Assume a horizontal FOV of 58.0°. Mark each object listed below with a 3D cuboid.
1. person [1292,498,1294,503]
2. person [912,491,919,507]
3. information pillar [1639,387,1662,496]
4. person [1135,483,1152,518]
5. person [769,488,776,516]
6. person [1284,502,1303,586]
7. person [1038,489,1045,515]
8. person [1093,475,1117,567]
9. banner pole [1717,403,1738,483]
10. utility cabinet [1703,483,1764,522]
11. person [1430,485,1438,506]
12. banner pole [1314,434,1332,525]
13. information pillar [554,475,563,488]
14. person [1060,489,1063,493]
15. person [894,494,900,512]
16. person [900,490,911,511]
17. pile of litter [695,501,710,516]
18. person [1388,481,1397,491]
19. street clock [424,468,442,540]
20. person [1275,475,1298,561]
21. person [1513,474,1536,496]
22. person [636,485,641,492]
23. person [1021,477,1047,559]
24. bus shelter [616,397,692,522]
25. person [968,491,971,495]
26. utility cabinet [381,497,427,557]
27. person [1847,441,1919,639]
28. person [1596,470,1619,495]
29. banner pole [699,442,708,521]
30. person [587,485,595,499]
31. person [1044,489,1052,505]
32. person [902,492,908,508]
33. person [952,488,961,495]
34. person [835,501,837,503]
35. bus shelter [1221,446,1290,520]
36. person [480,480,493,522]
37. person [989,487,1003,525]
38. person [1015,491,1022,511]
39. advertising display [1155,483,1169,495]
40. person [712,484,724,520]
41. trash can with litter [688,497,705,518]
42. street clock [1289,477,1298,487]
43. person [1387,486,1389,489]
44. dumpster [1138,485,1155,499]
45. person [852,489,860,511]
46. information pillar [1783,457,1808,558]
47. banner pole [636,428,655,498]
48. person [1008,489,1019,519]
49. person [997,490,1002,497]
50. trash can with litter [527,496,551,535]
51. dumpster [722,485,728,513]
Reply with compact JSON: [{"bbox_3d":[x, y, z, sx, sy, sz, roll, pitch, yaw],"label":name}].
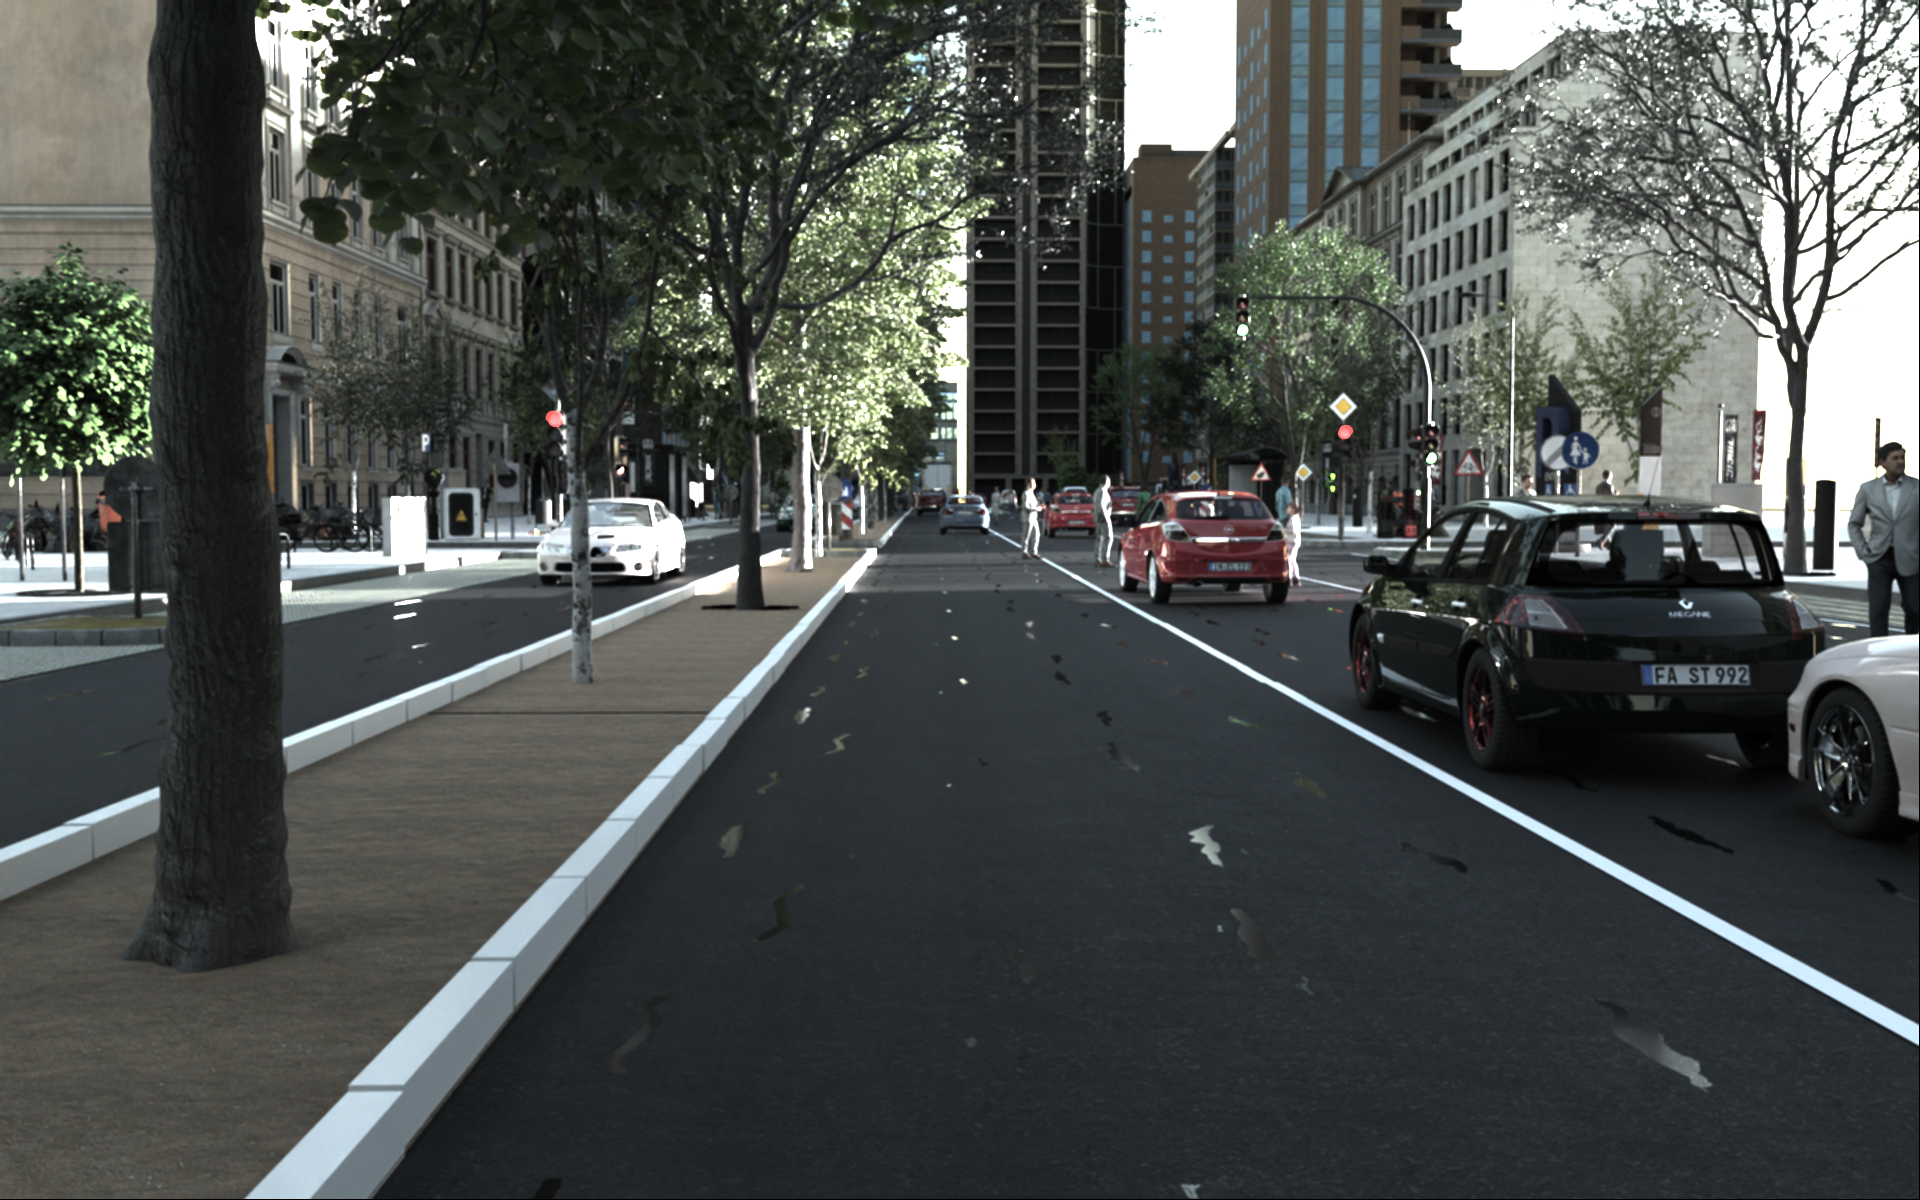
[{"bbox_3d":[10.800,-2.674,56.493,0.640,1.303,0.475,2,4,28],"label":"person"},{"bbox_3d":[-4.808,-10.874,187.085,0.742,1.727,0.445,-2,4,-34],"label":"person"},{"bbox_3d":[15.086,-2.843,37.837,0.504,3.616,0.183,-1,4,-14],"label":"information pillar"},{"bbox_3d":[6.079,-2.957,57.102,0.600,1.795,0.529,-2,4,-29],"label":"person"},{"bbox_3d":[-10.859,-5.637,100.892,0.641,1.798,0.478,2,4,24],"label":"person"},{"bbox_3d":[5.168,-0.875,27.088,0.394,1.301,0.425,0,4,2],"label":"person"},{"bbox_3d":[5.341,-6.478,114.637,0.641,1.798,0.478,2,4,24],"label":"person"},{"bbox_3d":[2.821,-1.568,34.240,0.391,1.810,0.635,-1,4,-17],"label":"person"},{"bbox_3d":[21.217,-3.546,48.001,0.863,3.779,0.401,-1,4,-19],"label":"banner pole"},{"bbox_3d":[15.640,-1.614,35.071,1.173,1.500,0.318,-1,4,-12],"label":"utility cabinet"},{"bbox_3d":[19.229,-3.952,70.847,0.721,1.800,0.419,-1,4,-19],"label":"person"},{"bbox_3d":[15.039,-4.987,71.560,0.401,3.779,0.863,-3,5,-40],"label":"banner pole"},{"bbox_3d":[-15.112,-3.705,65.061,0.304,2.012,0.304,2,4,24],"label":"information pillar"},{"bbox_3d":[6.914,-6.732,118.907,0.599,1.781,0.374,2,4,25],"label":"person"},{"bbox_3d":[-4.976,-7.899,137.518,0.599,1.838,0.709,-2,4,-28],"label":"person"},{"bbox_3d":[-4.665,-8.459,146.893,0.705,1.814,1.350,3,4,36],"label":"person"},{"bbox_3d":[-15.346,-5.380,101.929,1.176,0.858,1.719,-3,5,-42],"label":"pile of litter"},{"bbox_3d":[18.383,-4.158,74.012,0.794,1.824,0.713,-2,4,-32],"label":"person"},{"bbox_3d":[-14.676,-2.674,48.286,0.358,2.002,0.471,1,4,22],"label":"street clock"},{"bbox_3d":[6.828,-1.738,36.775,0.748,1.841,0.638,0,4,-1],"label":"person"},{"bbox_3d":[10.429,-1.407,31.709,0.606,1.804,0.583,-2,4,-28],"label":"person"},{"bbox_3d":[-17.056,-5.290,92.712,0.661,1.801,0.590,0,4,-3],"label":"person"},{"bbox_3d":[1.617,-1.803,38.186,0.583,1.804,0.606,1,4,12],"label":"person"},{"bbox_3d":[-13.171,-5.918,74.394,2.179,5.291,8.768,0,4,-1],"label":"bus shelter"},{"bbox_3d":[1.065,-10.850,186.621,1.217,1.743,0.721,1,4,16],"label":"person"},{"bbox_3d":[-11.505,-1.511,35.874,0.306,1.237,1.020,2,4,25],"label":"utility cabinet"},{"bbox_3d":[7.304,-0.319,13.555,0.661,1.843,0.795,2,4,32],"label":"person"},{"bbox_3d":[14.771,-2.057,39.636,0.822,1.834,0.622,-2,4,-29],"label":"person"},{"bbox_3d":[-12.316,-5.721,83.549,0.401,3.779,0.863,-2,4,-26],"label":"banner pole"},{"bbox_3d":[-19.127,-5.072,89.516,0.519,1.759,0.362,1,4,16],"label":"person"},{"bbox_3d":[6.439,-7.203,126.260,0.705,1.826,1.348,-3,4,-36],"label":"person"},{"bbox_3d":[-5.433,-10.045,172.608,0.709,1.838,0.599,-1,4,-10],"label":"person"},{"bbox_3d":[-0.274,-6.720,118.339,0.580,1.828,0.573,-1,4,-20],"label":"person"},{"bbox_3d":[-11.441,-9.199,158.912,1.348,1.823,0.705,2,4,31],"label":"person"},{"bbox_3d":[12.998,-5.044,76.400,2.014,3.302,5.546,0,4,-1],"label":"bus shelter"},{"bbox_3d":[-21.663,-4.507,79.091,0.648,1.900,0.474,-3,5,-45],"label":"person"},{"bbox_3d":[1.663,-4.418,81.085,0.694,1.780,0.624,2,4,30],"label":"person"},{"bbox_3d":[5.225,-8.535,148.872,1.217,1.723,0.721,1,4,16],"label":"person"},{"bbox_3d":[14.513,-7.247,123.702,0.974,1.923,0.123,0,4,-3],"label":"advertising display"},{"bbox_3d":[-12.082,-4.875,86.089,0.623,1.781,0.721,3,5,43],"label":"person"},{"bbox_3d":[-14.388,-5.060,94.110,1.055,1.170,0.624,1,4,11],"label":"trash can with litter"},{"bbox_3d":[13.635,-4.060,70.951,0.358,2.002,0.471,2,4,35],"label":"street clock"},{"bbox_3d":[20.401,-4.610,82.161,0.760,1.731,0.466,-3,5,-40],"label":"person"},{"bbox_3d":[11.333,-6.167,106.592,1.264,1.857,1.865,0,4,-1],"label":"dumpster"},{"bbox_3d":[-8.801,-8.569,148.595,1.348,1.826,0.705,1,4,21],"label":"person"},{"bbox_3d":[16.656,-1.838,34.548,0.304,2.012,0.304,-3,4,-36],"label":"information pillar"},{"bbox_3d":[-11.944,-4.616,65.486,0.863,3.779,0.401,-1,4,-9],"label":"banner pole"},{"bbox_3d":[3.158,-5.634,101.284,0.598,1.740,0.731,1,4,19],"label":"person"},{"bbox_3d":[3.302,-8.204,143.160,0.750,1.759,0.617,1,4,22],"label":"person"},{"bbox_3d":[-12.756,-2.676,54.814,2.233,1.210,1.678,-2,4,-28],"label":"trash can with litter"},{"bbox_3d":[-15.384,-6.682,115.001,1.264,1.857,1.865,0,4,-1],"label":"dumpster"}]
